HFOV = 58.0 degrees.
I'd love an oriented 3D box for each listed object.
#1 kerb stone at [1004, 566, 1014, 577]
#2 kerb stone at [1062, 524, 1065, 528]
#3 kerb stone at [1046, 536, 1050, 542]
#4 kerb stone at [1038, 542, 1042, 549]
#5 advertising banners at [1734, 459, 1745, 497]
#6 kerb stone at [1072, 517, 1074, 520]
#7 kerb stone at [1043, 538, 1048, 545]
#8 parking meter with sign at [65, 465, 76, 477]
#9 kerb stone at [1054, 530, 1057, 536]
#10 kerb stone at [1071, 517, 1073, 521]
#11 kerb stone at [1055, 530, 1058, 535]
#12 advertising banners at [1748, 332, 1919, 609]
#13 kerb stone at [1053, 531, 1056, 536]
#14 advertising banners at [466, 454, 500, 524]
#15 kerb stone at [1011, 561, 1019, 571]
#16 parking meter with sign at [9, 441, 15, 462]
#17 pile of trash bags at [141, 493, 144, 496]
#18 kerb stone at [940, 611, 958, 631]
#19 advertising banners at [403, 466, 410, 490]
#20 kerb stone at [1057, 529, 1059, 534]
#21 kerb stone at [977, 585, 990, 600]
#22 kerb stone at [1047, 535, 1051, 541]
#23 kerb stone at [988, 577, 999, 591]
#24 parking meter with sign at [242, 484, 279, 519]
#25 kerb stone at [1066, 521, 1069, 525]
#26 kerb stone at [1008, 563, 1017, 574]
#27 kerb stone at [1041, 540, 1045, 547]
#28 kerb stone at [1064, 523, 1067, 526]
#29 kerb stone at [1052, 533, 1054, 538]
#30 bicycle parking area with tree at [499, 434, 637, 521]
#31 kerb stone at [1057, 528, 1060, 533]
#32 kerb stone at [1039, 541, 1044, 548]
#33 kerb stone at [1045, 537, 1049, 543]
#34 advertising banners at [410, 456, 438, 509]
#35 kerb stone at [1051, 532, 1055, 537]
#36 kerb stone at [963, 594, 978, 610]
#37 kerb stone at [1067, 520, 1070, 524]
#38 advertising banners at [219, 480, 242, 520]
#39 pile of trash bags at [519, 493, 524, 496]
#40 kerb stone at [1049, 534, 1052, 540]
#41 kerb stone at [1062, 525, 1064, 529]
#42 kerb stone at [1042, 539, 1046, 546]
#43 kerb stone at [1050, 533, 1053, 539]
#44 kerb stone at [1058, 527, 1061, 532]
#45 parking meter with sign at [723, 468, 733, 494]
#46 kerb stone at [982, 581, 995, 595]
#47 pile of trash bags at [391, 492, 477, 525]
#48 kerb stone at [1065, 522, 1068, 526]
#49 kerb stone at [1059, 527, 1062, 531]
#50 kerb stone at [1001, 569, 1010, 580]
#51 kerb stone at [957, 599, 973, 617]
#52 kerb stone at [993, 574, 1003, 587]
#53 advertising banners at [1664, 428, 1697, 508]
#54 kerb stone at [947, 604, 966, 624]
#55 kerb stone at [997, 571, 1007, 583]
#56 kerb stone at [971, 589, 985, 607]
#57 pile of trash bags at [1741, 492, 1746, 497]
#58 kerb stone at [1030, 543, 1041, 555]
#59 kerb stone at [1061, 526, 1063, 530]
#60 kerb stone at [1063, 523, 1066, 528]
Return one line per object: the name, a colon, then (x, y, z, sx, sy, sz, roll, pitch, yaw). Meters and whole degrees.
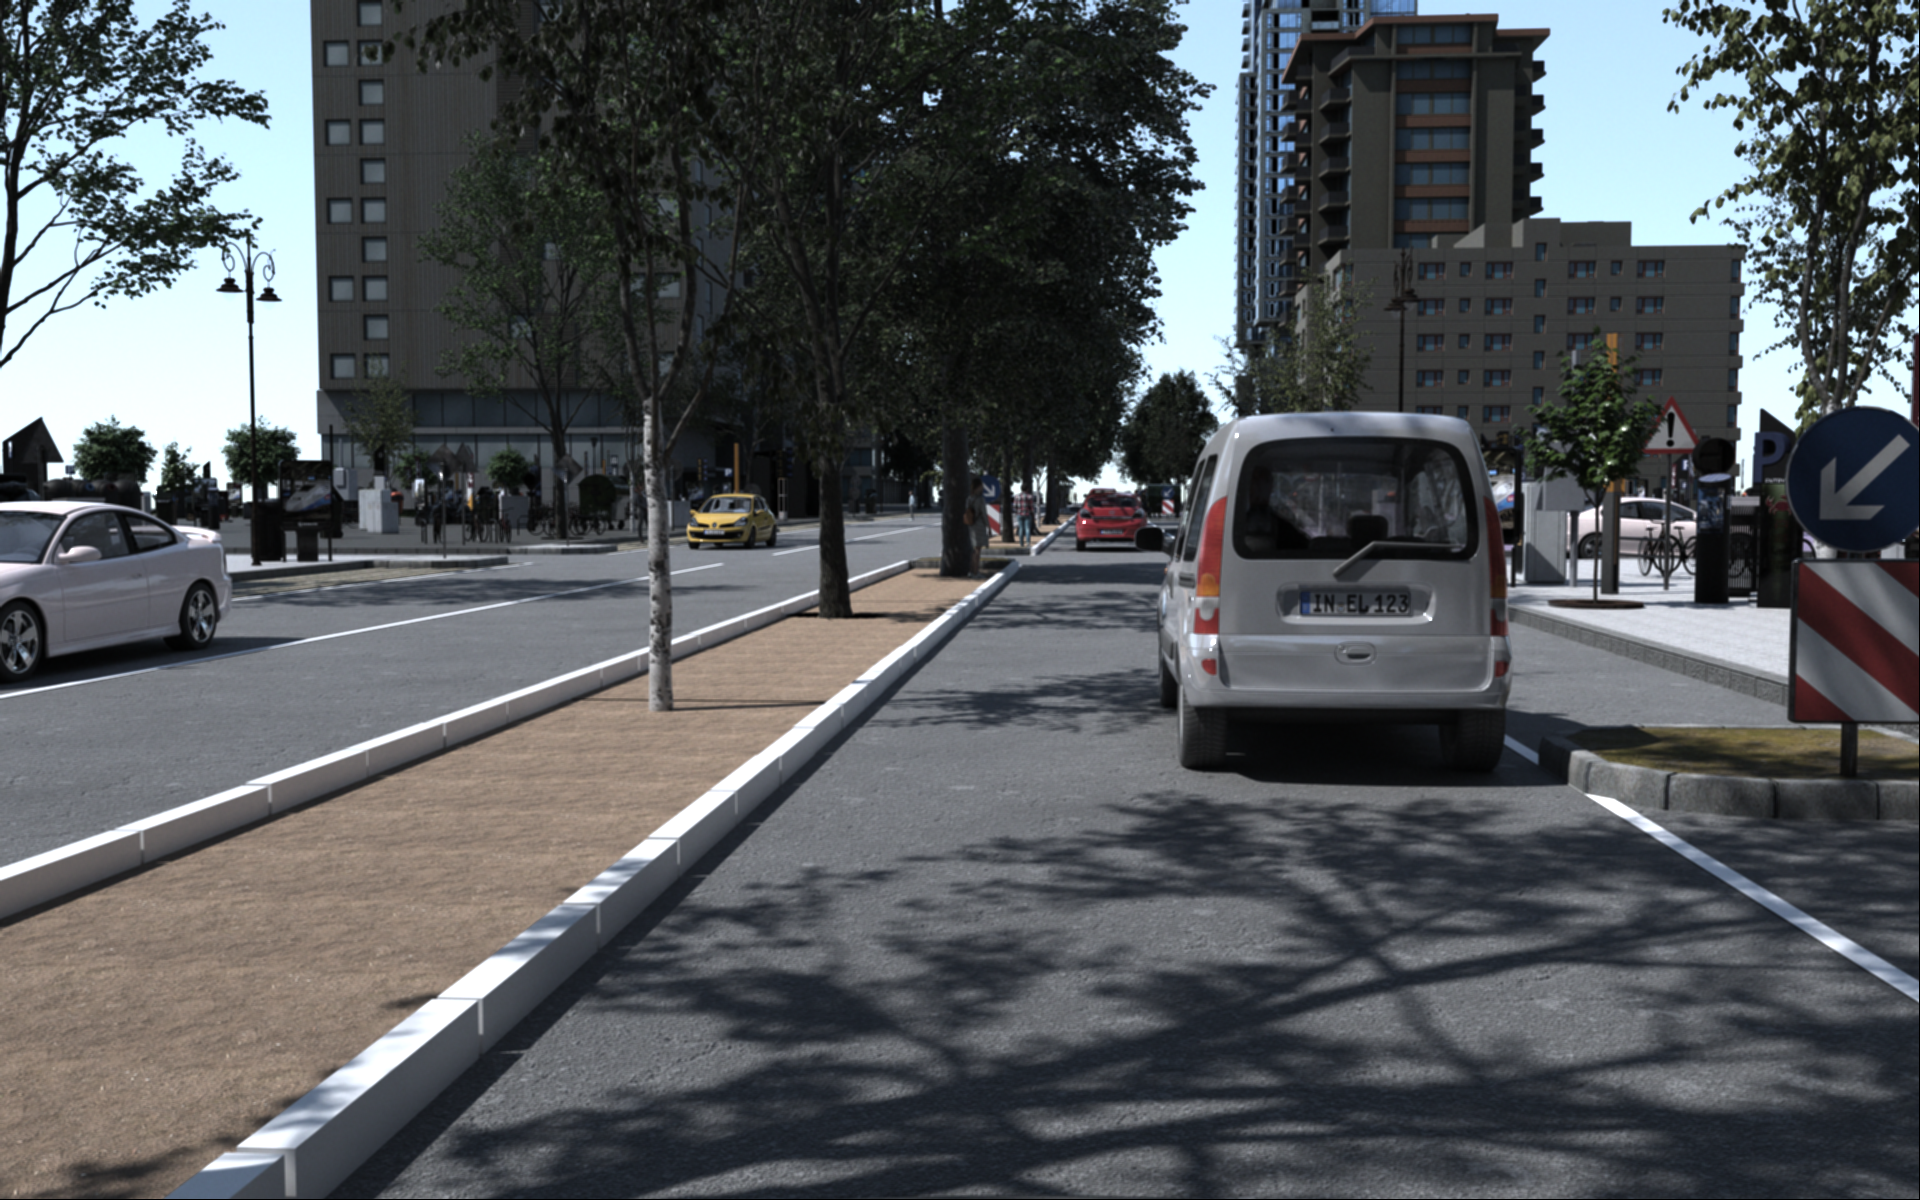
kerb stone: (0.784, -0.445, 29.486, 0.120, 0.150, 1.000, 0, 4, 5)
kerb stone: (3.927, -2.791, 67.824, 0.120, 0.150, 1.000, 0, 4, 5)
kerb stone: (2.427, -1.667, 49.449, 0.120, 0.150, 1.000, 0, 4, 5)
kerb stone: (1.921, -1.292, 43.314, 0.120, 0.150, 1.000, 0, 4, 5)
advertising banners: (38.252, -5.434, 85.041, 0.090, 3.025, 2.074, 3, 4, 36)
kerb stone: (5.539, -3.978, 87.235, 0.120, 0.150, 1.000, 0, 4, 5)
kerb stone: (2.255, -1.541, 47.398, 0.120, 0.150, 1.000, 0, 4, 5)
parking meter with sign: (-54.317, -6.662, 105.179, 1.738, 3.016, 0.543, 3, 5, 42)
kerb stone: (3.006, -2.104, 56.593, 0.120, 0.150, 1.000, 0, 4, 5)
kerb stone: (5.438, -3.915, 86.213, 0.120, 0.150, 1.000, 0, 4, 5)
kerb stone: (3.090, -2.166, 57.611, 0.120, 0.150, 1.000, 0, 4, 5)
advertising banners: (9.849, -1.398, 19.047, 2.074, 3.025, 0.090, 2, 4, 25)
kerb stone: (2.919, -2.041, 55.569, 0.120, 0.150, 1.000, 0, 4, 5)
advertising banners: (-20.801, -4.847, 75.440, 2.074, 3.025, 0.090, 2, 4, 31)
kerb stone: (0.953, -0.571, 31.524, 0.120, 0.150, 1.000, 0, 4, 5)
parking meter with sign: (-32.060, -3.711, 56.937, 1.738, 3.016, 0.543, -3, 4, -38)
pile of trash bags: (-44.093, -4.941, 90.530, 1.912, 1.369, 3.447, 1, 4, 22)
kerb stone: (-0.151, 0.249, 18.210, 0.120, 0.150, 1.000, 0, 4, 5)
advertising banners: (-33.969, -6.901, 109.024, 2.074, 3.025, 0.090, -2, 4, -32)
kerb stone: (3.266, -2.290, 59.647, 0.120, 0.150, 1.000, 0, 4, 5)
kerb stone: (0.275, -0.070, 23.344, 0.120, 0.150, 1.000, 0, 4, 5)
kerb stone: (2.507, -1.729, 50.467, 0.120, 0.150, 1.000, 0, 4, 5)
kerb stone: (0.448, -0.195, 25.391, 0.120, 0.150, 1.000, 0, 4, 5)
parking meter with sign: (-36.040, -5.686, 89.233, 1.738, 3.016, 0.543, -2, 4, -26)
kerb stone: (4.526, -3.226, 74.979, 0.120, 0.150, 1.000, 0, 4, 5)
kerb stone: (0.869, -0.508, 30.505, 0.120, 0.150, 1.000, 0, 4, 5)
kerb stone: (2.083, -1.416, 45.351, 0.120, 0.150, 1.000, 0, 4, 5)
kerb stone: (4.188, -2.976, 70.879, 0.120, 0.150, 1.000, 0, 4, 5)
kerb stone: (2.758, -1.917, 53.531, 0.120, 0.150, 1.000, 0, 4, 5)
bicycle parking area with tree: (-18.844, -6.016, 85.359, 9.016, 4.147, 8.231, 1, 4, 23)
kerb stone: (3.347, -2.353, 60.666, 0.120, 0.150, 1.000, 0, 4, 5)
kerb stone: (2.001, -1.353, 44.333, 0.120, 0.150, 1.000, 0, 4, 5)
kerb stone: (2.345, -1.604, 48.426, 0.120, 0.150, 1.000, 0, 4, 5)
advertising banners: (-24.816, -5.155, 80.471, 0.090, 3.025, 2.074, 1, 4, 12)
kerb stone: (2.843, -1.974, 54.550, 0.120, 0.150, 1.000, 0, 4, 5)
kerb stone: (0.100, 0.056, 21.277, 0.120, 0.150, 1.000, 0, 4, 5)
kerb stone: (4.691, -3.353, 77.020, 0.120, 0.150, 1.000, 0, 4, 5)
advertising banners: (-35.536, -5.335, 83.415, 2.074, 3.025, 0.090, -1, 4, -9)
pile of trash bags: (-28.622, -5.933, 106.763, 3.447, 1.369, 1.912, -1, 4, -22)
kerb stone: (2.595, -1.791, 51.487, 0.120, 0.150, 1.000, 0, 4, 5)
kerb stone: (3.851, -2.727, 66.792, 0.120, 0.150, 1.000, 0, 4, 5)
kerb stone: (2.169, -1.479, 46.379, 0.120, 0.150, 1.000, 0, 4, 5)
kerb stone: (2.679, -1.854, 52.511, 0.120, 0.150, 1.000, 0, 4, 5)
kerb stone: (3.424, -2.413, 61.698, 0.120, 0.150, 1.000, 0, 4, 5)
parking meter with sign: (-15.701, -7.349, 116.420, 0.543, 3.016, 1.738, 0, 4, 2)
kerb stone: (0.360, -0.133, 24.373, 0.120, 0.150, 1.000, 0, 4, 5)
pile of trash bags: (-22.376, -3.868, 72.992, 3.447, 1.369, 1.912, -3, 5, -42)
kerb stone: (4.354, -3.103, 72.934, 0.120, 0.150, 1.000, 0, 4, 5)
kerb stone: (3.517, -2.478, 62.718, 0.120, 0.150, 1.000, 0, 4, 5)
kerb stone: (0.693, -0.379, 28.462, 0.120, 0.150, 1.000, 0, 4, 5)
kerb stone: (0.027, 0.119, 20.254, 0.120, 0.150, 1.000, 0, 4, 5)
kerb stone: (0.524, -0.254, 26.411, 0.120, 0.150, 1.000, 0, 4, 5)
advertising banners: (18.824, -3.000, 45.232, 0.090, 3.025, 2.074, 3, 5, 43)
kerb stone: (-0.066, 0.181, 19.236, 0.120, 0.150, 1.000, 0, 4, 5)
kerb stone: (0.611, -0.321, 27.436, 0.120, 0.150, 1.000, 0, 4, 5)
kerb stone: (0.198, -0.007, 22.310, 0.120, 0.150, 1.000, 0, 4, 5)
pile of trash bags: (42.794, -5.068, 92.616, 1.912, 1.369, 3.447, 0, 4, -5)
kerb stone: (1.834, -1.229, 42.296, 0.120, 0.150, 1.000, 0, 4, 5)
kerb stone: (3.693, -2.603, 64.754, 0.120, 0.150, 1.000, 0, 4, 5)
kerb stone: (4.101, -2.915, 69.861, 0.120, 0.150, 1.000, 0, 4, 5)
